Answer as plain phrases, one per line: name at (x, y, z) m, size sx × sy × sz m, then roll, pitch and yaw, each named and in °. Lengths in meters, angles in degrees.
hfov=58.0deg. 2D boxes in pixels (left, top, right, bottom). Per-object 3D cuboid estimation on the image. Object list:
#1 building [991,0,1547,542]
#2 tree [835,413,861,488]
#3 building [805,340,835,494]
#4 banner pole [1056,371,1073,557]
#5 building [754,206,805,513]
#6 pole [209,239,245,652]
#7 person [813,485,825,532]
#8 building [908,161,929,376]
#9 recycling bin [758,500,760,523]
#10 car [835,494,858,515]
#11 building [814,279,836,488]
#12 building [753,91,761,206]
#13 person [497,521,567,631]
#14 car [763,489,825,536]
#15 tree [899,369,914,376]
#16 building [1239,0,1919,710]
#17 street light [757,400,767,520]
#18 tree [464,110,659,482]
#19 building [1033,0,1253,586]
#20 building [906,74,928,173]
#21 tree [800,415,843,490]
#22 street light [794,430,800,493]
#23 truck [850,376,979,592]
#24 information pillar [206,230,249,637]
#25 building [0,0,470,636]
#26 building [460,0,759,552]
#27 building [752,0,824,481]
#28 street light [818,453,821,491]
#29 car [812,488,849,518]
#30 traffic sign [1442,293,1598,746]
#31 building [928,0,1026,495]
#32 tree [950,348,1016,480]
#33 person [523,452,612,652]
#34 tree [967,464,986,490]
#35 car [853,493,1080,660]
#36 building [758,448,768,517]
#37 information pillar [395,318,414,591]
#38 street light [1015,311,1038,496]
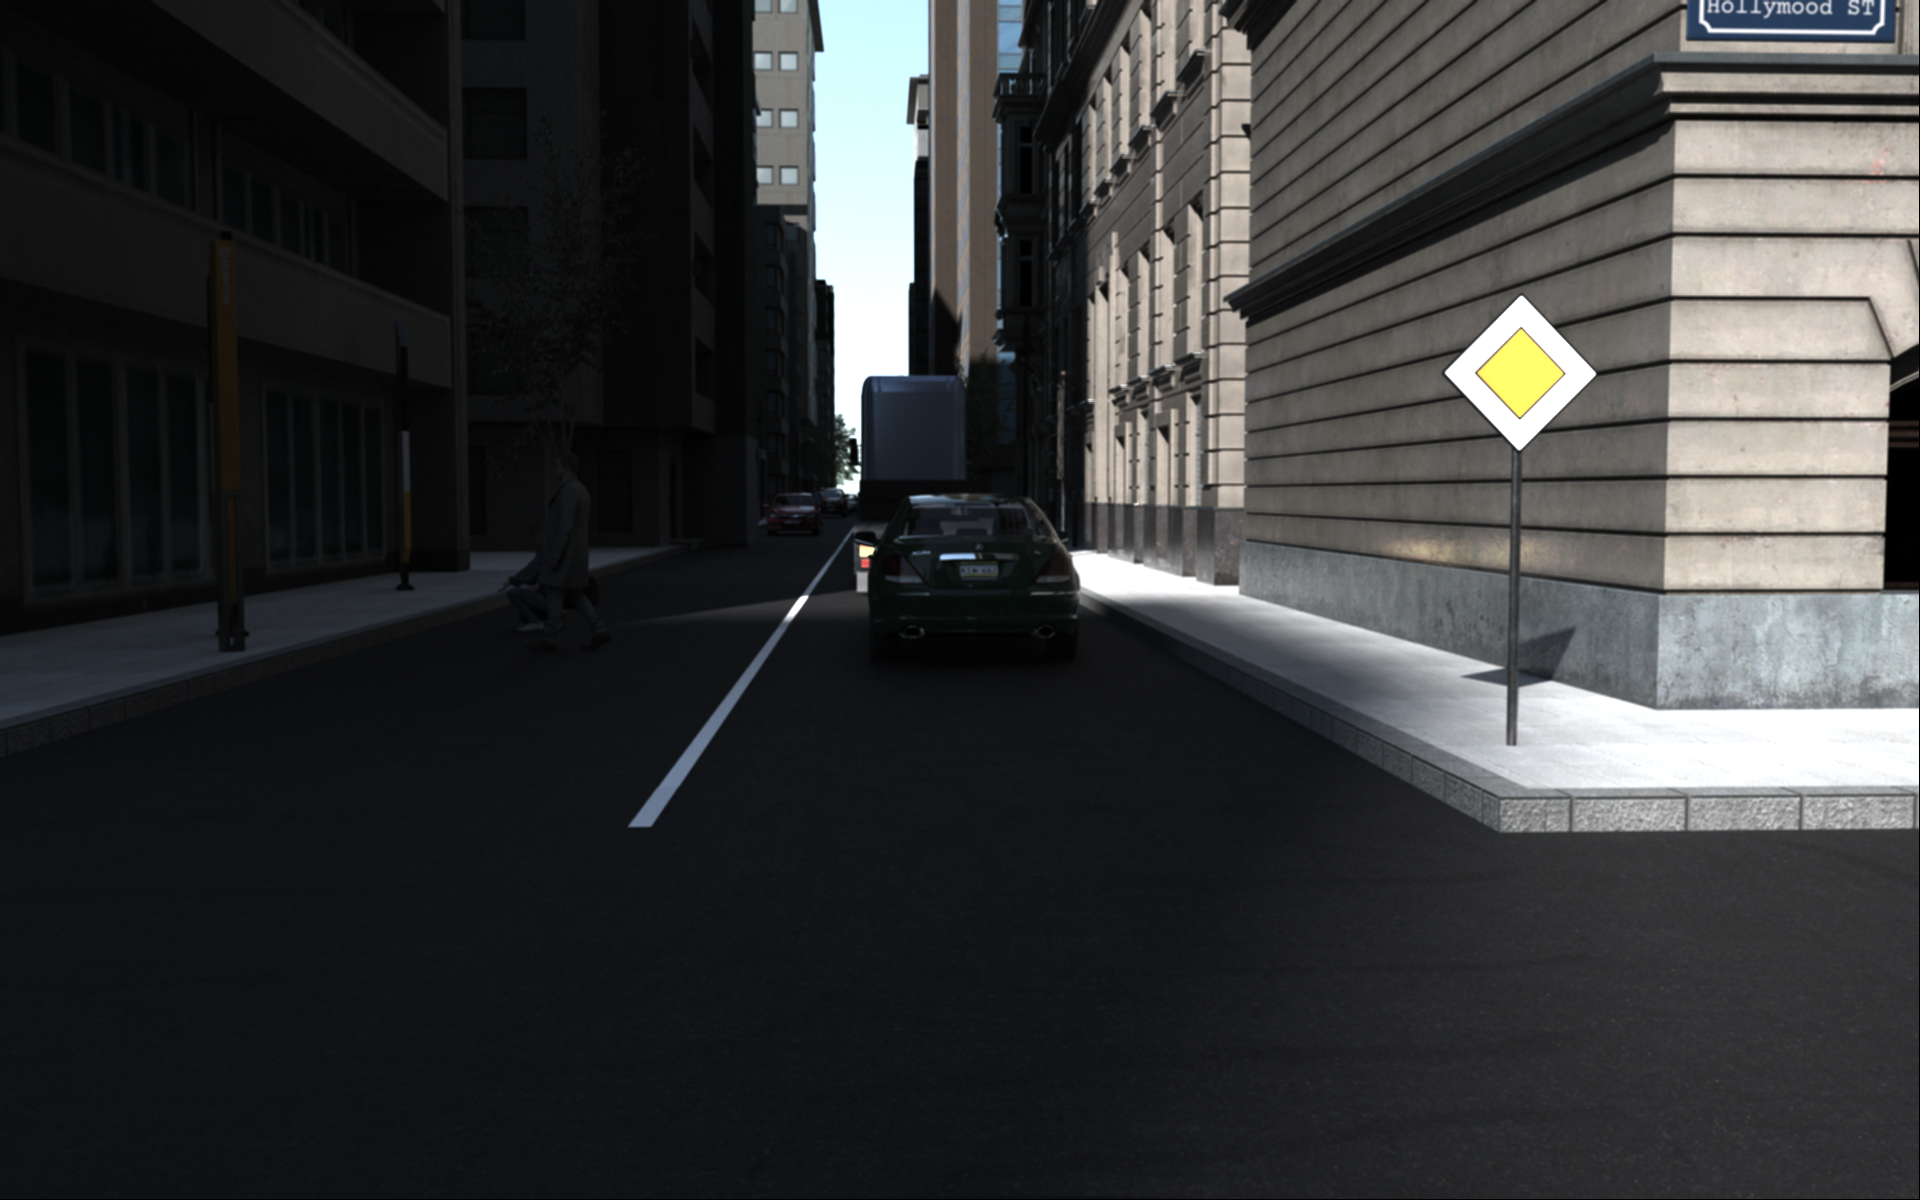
building at (8.542, -15.118, 66.259) m, size 14.460 × 24.649 × 34.723 m, roll 0°, pitch 4°, yaw -3°
tree at (-17.427, -19.839, 242.487) m, size 7.486 × 12.596 × 7.792 m, roll 0°, pitch 3°, yaw 0°
building at (-29.306, -22.215, 208.258) m, size 27.650 × 21.520 × 28.899 m, roll 0°, pitch 4°, yaw -3°
banner pole at (2.042, -2.752, 35.010) m, size 0.401 × 3.779 × 0.863 m, roll 1°, pitch 4°, yaw 15°
building at (-25.240, -16.687, 117.879) m, size 27.650 × 21.520 × 28.899 m, roll 0°, pitch 4°, yaw -3°
pole at (-5.946, -1.235, 14.044) m, size 0.158 × 3.312 × 0.155 m, roll 0°, pitch 3°, yaw 0°
person at (-5.251, -3.398, 64.395) m, size 0.444 × 1.785 × 0.601 m, roll 1°, pitch 4°, yaw 16°
building at (2.909, -23.325, 153.063) m, size 14.160 × 30.474 × 14.107 m, roll 0°, pitch 4°, yaw -3°
recycling bin at (-9.321, -3.956, 77.235) m, size 0.722 × 1.027 × 0.722 m, roll 0°, pitch 4°, yaw 2°
car at (-7.835, -6.828, 120.439) m, size 1.959 × 1.807 × 4.718 m, roll 0°, pitch 4°, yaw -5°
building at (-23.794, -28.014, 229.731) m, size 14.160 × 30.474 × 14.107 m, roll 0°, pitch 4°, yaw -3°
building at (-29.550, -27.624, 143.531) m, size 32.217 × 40.220 × 23.993 m, roll 0°, pitch 4°, yaw -3°
person at (-4.515, -0.254, 18.150) m, size 0.738 × 1.151 × 1.012 m, roll 1°, pitch 4°, yaw 8°
car at (-5.817, -3.165, 60.784) m, size 2.155 × 1.783 × 4.494 m, roll 0°, pitch 4°, yaw -4°
tree at (-4.359, -15.815, 168.940) m, size 12.009 × 13.543 × 11.850 m, roll 0°, pitch 3°, yaw 0°
building at (20.808, -12.011, 15.462) m, size 34.723 × 24.649 × 14.460 m, roll 0°, pitch 4°, yaw -3°
street light at (-9.766, -6.864, 85.019) m, size 0.468 × 5.910 × 1.993 m, roll 0°, pitch 4°, yaw -3°
tree at (-7.766, -5.061, 33.111) m, size 4.360 × 8.622 × 3.978 m, roll 0°, pitch 3°, yaw 0°
building at (8.616, -14.586, 35.744) m, size 12.463 × 27.353 × 25.104 m, roll 0°, pitch 4°, yaw -3°
building at (7.922, -38.302, 215.470) m, size 28.713 × 52.752 × 27.495 m, roll 0°, pitch 4°, yaw -3°
tree at (-13.144, -12.866, 160.719) m, size 4.360 × 8.622 × 3.978 m, roll 0°, pitch 3°, yaw 0°
street light at (-11.644, -9.263, 124.244) m, size 0.468 × 5.910 × 1.993 m, roll 0°, pitch 4°, yaw -3°
truck at (-0.754, -2.681, 33.588) m, size 2.967 × 4.110 × 18.799 m, roll 0°, pitch 4°, yaw -3°
information pillar at (-6.636, -1.484, 15.619) m, size 0.183 × 3.616 × 0.504 m, roll -3°, pitch 5°, yaw -41°
building at (-18.437, -24.047, 16.864) m, size 21.300 × 48.544 × 21.600 m, roll 0°, pitch 4°, yaw -3°
building at (-12.691, -16.625, 43.520) m, size 14.160 × 30.474 × 14.107 m, roll 0°, pitch 4°, yaw -3°
building at (-28.686, -36.081, 179.158) m, size 28.713 × 52.752 × 27.495 m, roll 0°, pitch 4°, yaw -3°
street light at (-13.741, -11.968, 168.457) m, size 0.468 × 5.910 × 1.993 m, roll 0°, pitch 4°, yaw -3°
car at (-7.996, -6.026, 107.205) m, size 2.281 × 1.827 × 5.304 m, roll 0°, pitch 4°, yaw -2°
traffic sign at (2.812, -0.314, 8.776) m, size 0.795 × 2.450 × 0.064 m, roll 0°, pitch 4°, yaw -3°
building at (5.021, -28.373, 114.014) m, size 14.600 × 45.320 × 14.200 m, roll 0°, pitch 4°, yaw -3°
tree at (0.740, -8.429, 88.176) m, size 4.737 × 8.622 × 4.395 m, roll 0°, pitch 3°, yaw 0°
person at (-3.601, -0.442, 15.833) m, size 0.767 × 1.812 × 0.694 m, roll 0°, pitch 3°, yaw 0°
tree at (0.298, -5.989, 92.522) m, size 1.663 × 3.219 × 1.824 m, roll 0°, pitch 3°, yaw 0°
car at (0.048, -0.283, 16.433) m, size 2.131 × 1.459 × 4.920 m, roll 0°, pitch 4°, yaw -3°
building at (-21.009, -39.972, 91.800) m, size 20.563 × 71.187 × 20.611 m, roll 0°, pitch 4°, yaw -3°
information pillar at (-7.390, -1.935, 22.993) m, size 0.183 × 3.616 × 0.504 m, roll -2°, pitch 4°, yaw -26°
street light at (1.660, -4.342, 43.784) m, size 0.468 × 5.910 × 1.993 m, roll 0°, pitch 4°, yaw -3°
